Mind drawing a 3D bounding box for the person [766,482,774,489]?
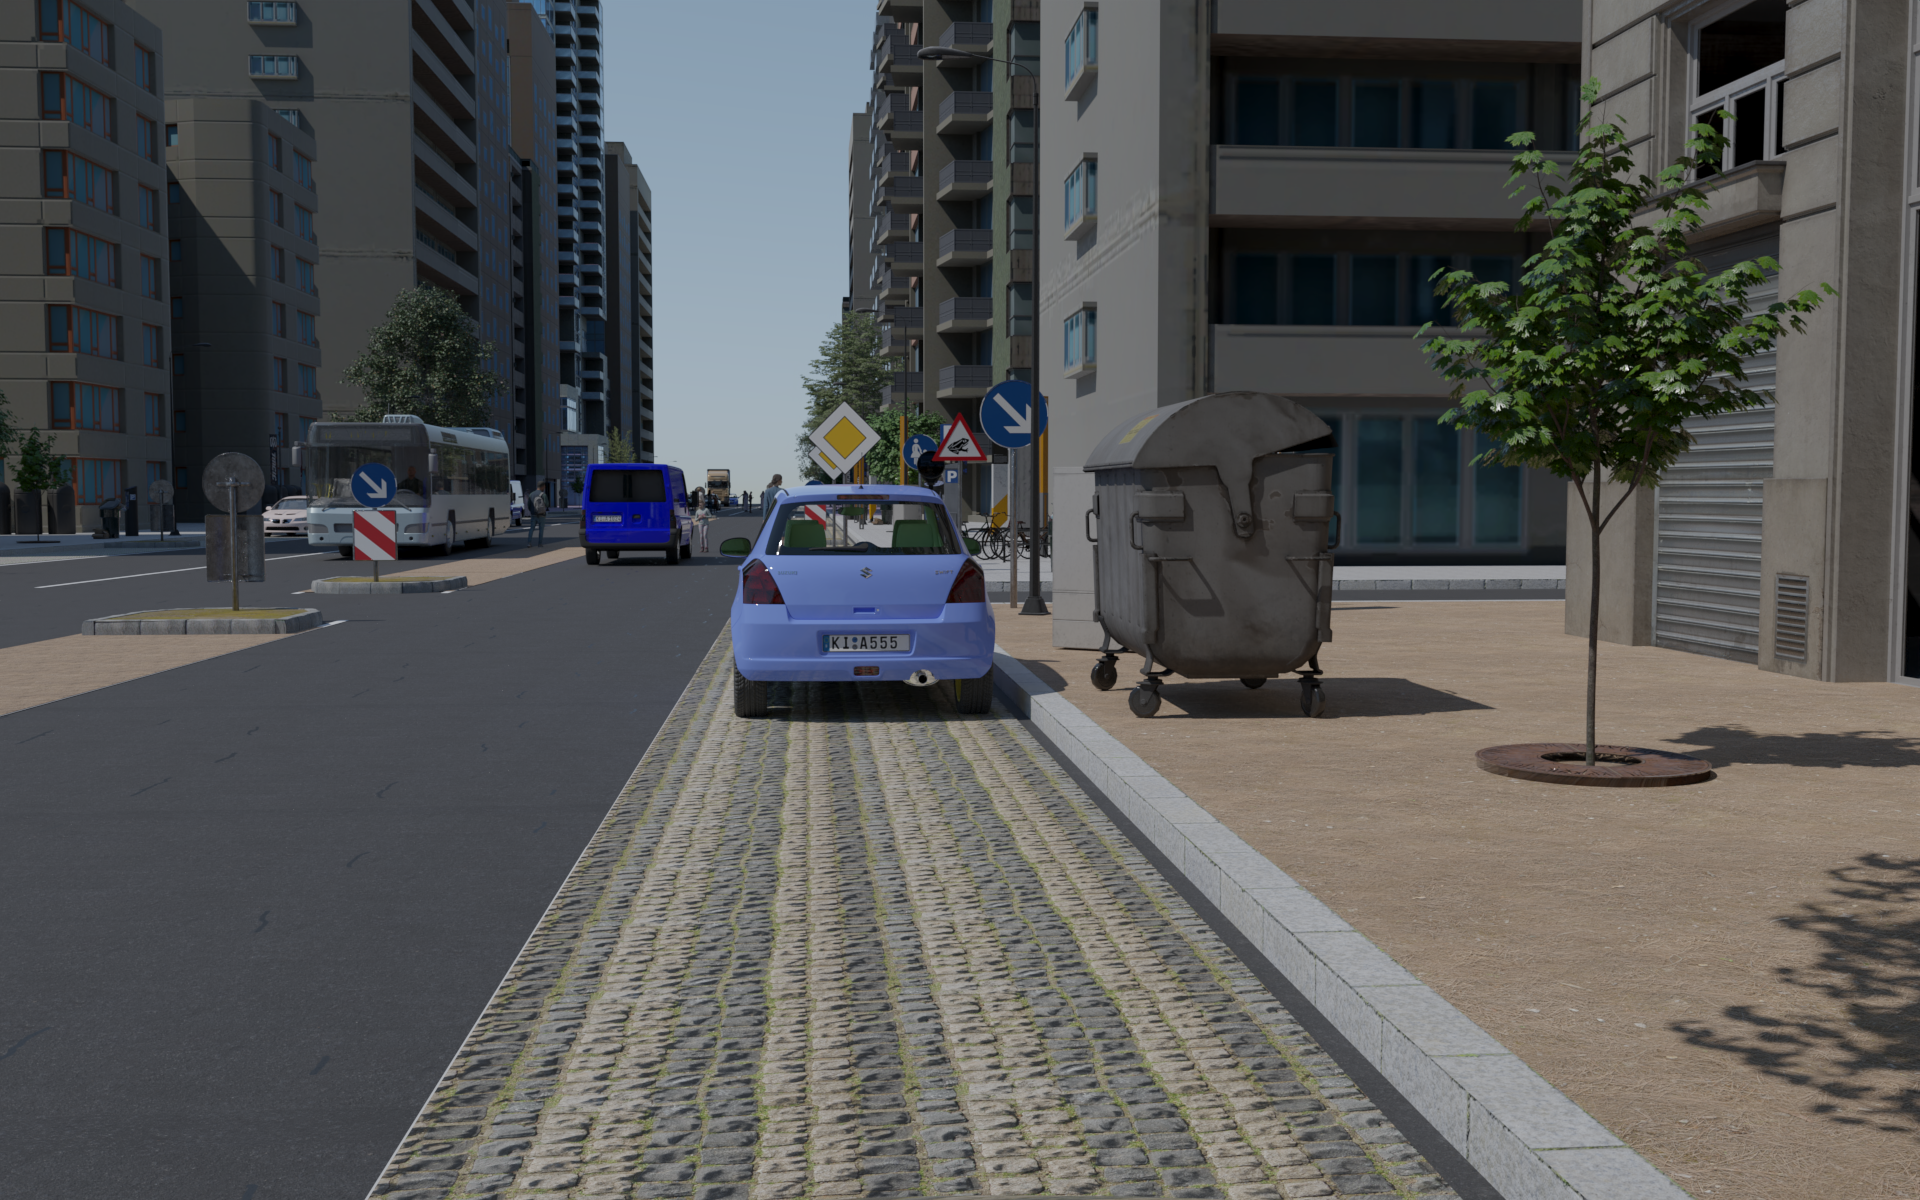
[{"bbox_3d":[-4.624,-2.031,42.462,0.466,1.731,0.760,1,4,20],"label":"person"}]

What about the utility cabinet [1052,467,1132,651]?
[{"bbox_3d":[1.344,-0.331,14.083,1.173,1.500,0.318,2,4,31],"label":"utility cabinet"}]

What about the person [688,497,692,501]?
[{"bbox_3d":[-21.609,-7.779,135.714,0.705,1.821,1.348,3,5,42],"label":"person"}]

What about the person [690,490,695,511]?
[{"bbox_3d":[-22.851,-8.489,147.749,0.568,1.767,0.683,1,4,13],"label":"person"}]

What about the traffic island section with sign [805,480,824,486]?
[{"bbox_3d":[-4.230,-2.482,49.211,1.989,1.847,2.006,0,4,-5],"label":"traffic island section with sign"}]

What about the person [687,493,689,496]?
[{"bbox_3d":[-12.154,-4.125,76.532,0.643,1.750,0.593,-3,5,-45],"label":"person"}]

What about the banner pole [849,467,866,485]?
[{"bbox_3d":[-5.093,-6.023,88.490,0.863,3.779,0.401,0,4,2],"label":"banner pole"}]

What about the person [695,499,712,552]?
[{"bbox_3d":[-6.314,-1.827,42.649,0.425,1.301,0.394,0,4,-6],"label":"person"}]

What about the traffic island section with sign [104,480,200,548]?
[{"bbox_3d":[-21.649,-2.323,46.604,1.989,1.847,2.006,0,4,-5],"label":"traffic island section with sign"}]

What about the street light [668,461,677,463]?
[{"bbox_3d":[-40.286,-16.500,242.309,1.470,5.913,1.316,0,4,-5],"label":"street light"}]

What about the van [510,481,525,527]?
[{"bbox_3d":[-20.496,-4.399,76.301,2.240,2.365,5.245,0,4,-7],"label":"van"}]

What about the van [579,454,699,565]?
[{"bbox_3d":[-6.779,-1.982,36.787,2.240,2.365,5.245,0,4,-5],"label":"van"}]

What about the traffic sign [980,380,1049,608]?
[{"bbox_3d":[0.604,-1.180,19.398,0.768,2.556,0.104,0,4,1],"label":"traffic sign"}]

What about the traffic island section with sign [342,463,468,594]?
[{"bbox_3d":[-8.568,-1.082,25.820,2.006,1.907,1.989,0,4,-5],"label":"traffic island section with sign"}]

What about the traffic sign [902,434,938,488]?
[{"bbox_3d":[-0.844,-2.252,36.918,0.768,2.556,0.104,0,4,-3],"label":"traffic sign"}]

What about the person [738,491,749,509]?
[{"bbox_3d":[-20.132,-9.329,161.547,1.217,1.766,0.721,0,4,-3],"label":"person"}]

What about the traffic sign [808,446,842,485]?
[{"bbox_3d":[-1.942,-1.408,26.665,0.795,2.450,0.064,0,4,-5],"label":"traffic sign"}]

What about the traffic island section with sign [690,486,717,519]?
[{"bbox_3d":[-15.166,-5.660,100.670,2.006,1.907,1.989,0,4,-5],"label":"traffic island section with sign"}]

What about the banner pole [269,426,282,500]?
[{"bbox_3d":[-25.116,-4.505,63.676,0.401,3.779,0.863,1,4,13],"label":"banner pole"}]

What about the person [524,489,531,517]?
[{"bbox_3d":[-26.349,-5.897,105.590,0.621,1.740,0.551,-2,4,-30],"label":"person"}]

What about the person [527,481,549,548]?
[{"bbox_3d":[-11.204,-2.273,46.018,0.623,1.781,0.721,0,4,1],"label":"person"}]

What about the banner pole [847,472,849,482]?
[{"bbox_3d":[-5.708,-6.154,90.627,0.863,3.779,0.401,-1,4,-18],"label":"banner pole"}]

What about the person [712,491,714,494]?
[{"bbox_3d":[-25.107,-10.235,176.399,0.434,1.755,0.990,-1,4,-23],"label":"person"}]

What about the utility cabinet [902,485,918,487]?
[{"bbox_3d":[-1.283,-2.036,41.970,0.318,1.500,1.173,1,4,20],"label":"utility cabinet"}]

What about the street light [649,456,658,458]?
[{"bbox_3d":[-37.755,-14.682,212.595,1.470,5.913,1.316,0,4,-5],"label":"street light"}]

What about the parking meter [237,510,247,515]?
[{"bbox_3d":[-28.388,-3.834,68.404,0.255,1.863,0.399,1,4,10],"label":"parking meter"}]

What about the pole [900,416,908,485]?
[{"bbox_3d":[-1.461,-3.154,45.407,0.158,3.312,0.155,0,3,0],"label":"pole"}]

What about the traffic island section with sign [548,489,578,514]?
[{"bbox_3d":[-28.488,-7.082,124.415,1.989,1.847,2.006,0,4,-5],"label":"traffic island section with sign"}]

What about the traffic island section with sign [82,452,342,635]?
[{"bbox_3d":[-7.928,-0.630,18.441,2.006,1.907,1.989,0,4,-5],"label":"traffic island section with sign"}]

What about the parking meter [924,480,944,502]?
[{"bbox_3d":[-0.469,-1.401,31.325,0.372,1.533,0.369,0,3,0],"label":"parking meter"}]

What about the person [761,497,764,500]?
[{"bbox_3d":[-14.897,-7.664,134.491,1.217,1.739,0.721,-2,4,-26],"label":"person"}]

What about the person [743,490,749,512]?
[{"bbox_3d":[-17.508,-8.091,141.463,0.551,1.740,0.621,1,4,12],"label":"person"}]

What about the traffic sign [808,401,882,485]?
[{"bbox_3d":[-1.242,-0.922,18.710,0.795,2.450,0.064,0,4,-5],"label":"traffic sign"}]

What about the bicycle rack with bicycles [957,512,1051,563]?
[{"bbox_3d":[1.072,-1.233,33.547,2.925,0.926,2.852,-1,4,-23],"label":"bicycle rack with bicycles"}]

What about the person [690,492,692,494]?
[{"bbox_3d":[-34.251,-12.963,220.967,0.721,1.766,1.217,1,4,21],"label":"person"}]

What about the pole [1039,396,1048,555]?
[{"bbox_3d":[1.734,-2.585,36.106,0.158,3.312,0.155,0,3,0],"label":"pole"}]

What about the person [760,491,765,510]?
[{"bbox_3d":[-18.167,-9.207,159.704,0.551,1.740,0.621,-3,5,-40],"label":"person"}]

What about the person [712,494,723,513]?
[{"bbox_3d":[-18.734,-7.401,132.769,1.065,1.426,0.557,1,4,11],"label":"person"}]

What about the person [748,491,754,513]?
[{"bbox_3d":[-15.825,-7.425,131.360,0.415,1.643,0.593,-2,4,-35],"label":"person"}]

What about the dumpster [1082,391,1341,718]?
[{"bbox_3d":[1.508,-0.296,10.595,1.264,1.857,1.865,0,4,-5],"label":"dumpster"}]

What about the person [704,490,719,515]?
[{"bbox_3d":[-16.787,-6.551,116.336,1.217,1.735,0.721,1,4,14],"label":"person"}]

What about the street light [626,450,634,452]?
[{"bbox_3d":[-35.194,-12.927,183.903,1.470,5.913,1.316,0,4,-5],"label":"street light"}]

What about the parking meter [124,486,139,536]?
[{"bbox_3d":[-25.231,-2.711,52.732,0.372,1.533,0.369,0,3,0],"label":"parking meter"}]

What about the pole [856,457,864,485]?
[{"bbox_3d":[-3.573,-4.214,62.745,0.158,3.312,0.155,0,3,0],"label":"pole"}]

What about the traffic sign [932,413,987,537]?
[{"bbox_3d":[-0.003,-1.699,27.779,0.884,2.594,0.081,0,4,2],"label":"traffic sign"}]

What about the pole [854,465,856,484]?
[{"bbox_3d":[-4.620,-5.072,76.774,0.158,3.312,0.155,0,3,0],"label":"pole"}]

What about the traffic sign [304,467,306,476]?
[{"bbox_3d":[-25.759,-4.218,69.078,0.768,2.556,0.104,0,4,-4],"label":"traffic sign"}]

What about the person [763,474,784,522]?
[{"bbox_3d":[-3.548,-1.523,33.431,0.581,1.822,0.654,1,4,13],"label":"person"}]

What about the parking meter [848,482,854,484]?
[{"bbox_3d":[-5.390,-4.896,85.754,0.255,1.863,0.399,-2,4,-28],"label":"parking meter"}]

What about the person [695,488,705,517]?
[{"bbox_3d":[-14.537,-5.373,96.568,0.478,1.798,0.641,3,4,38],"label":"person"}]
